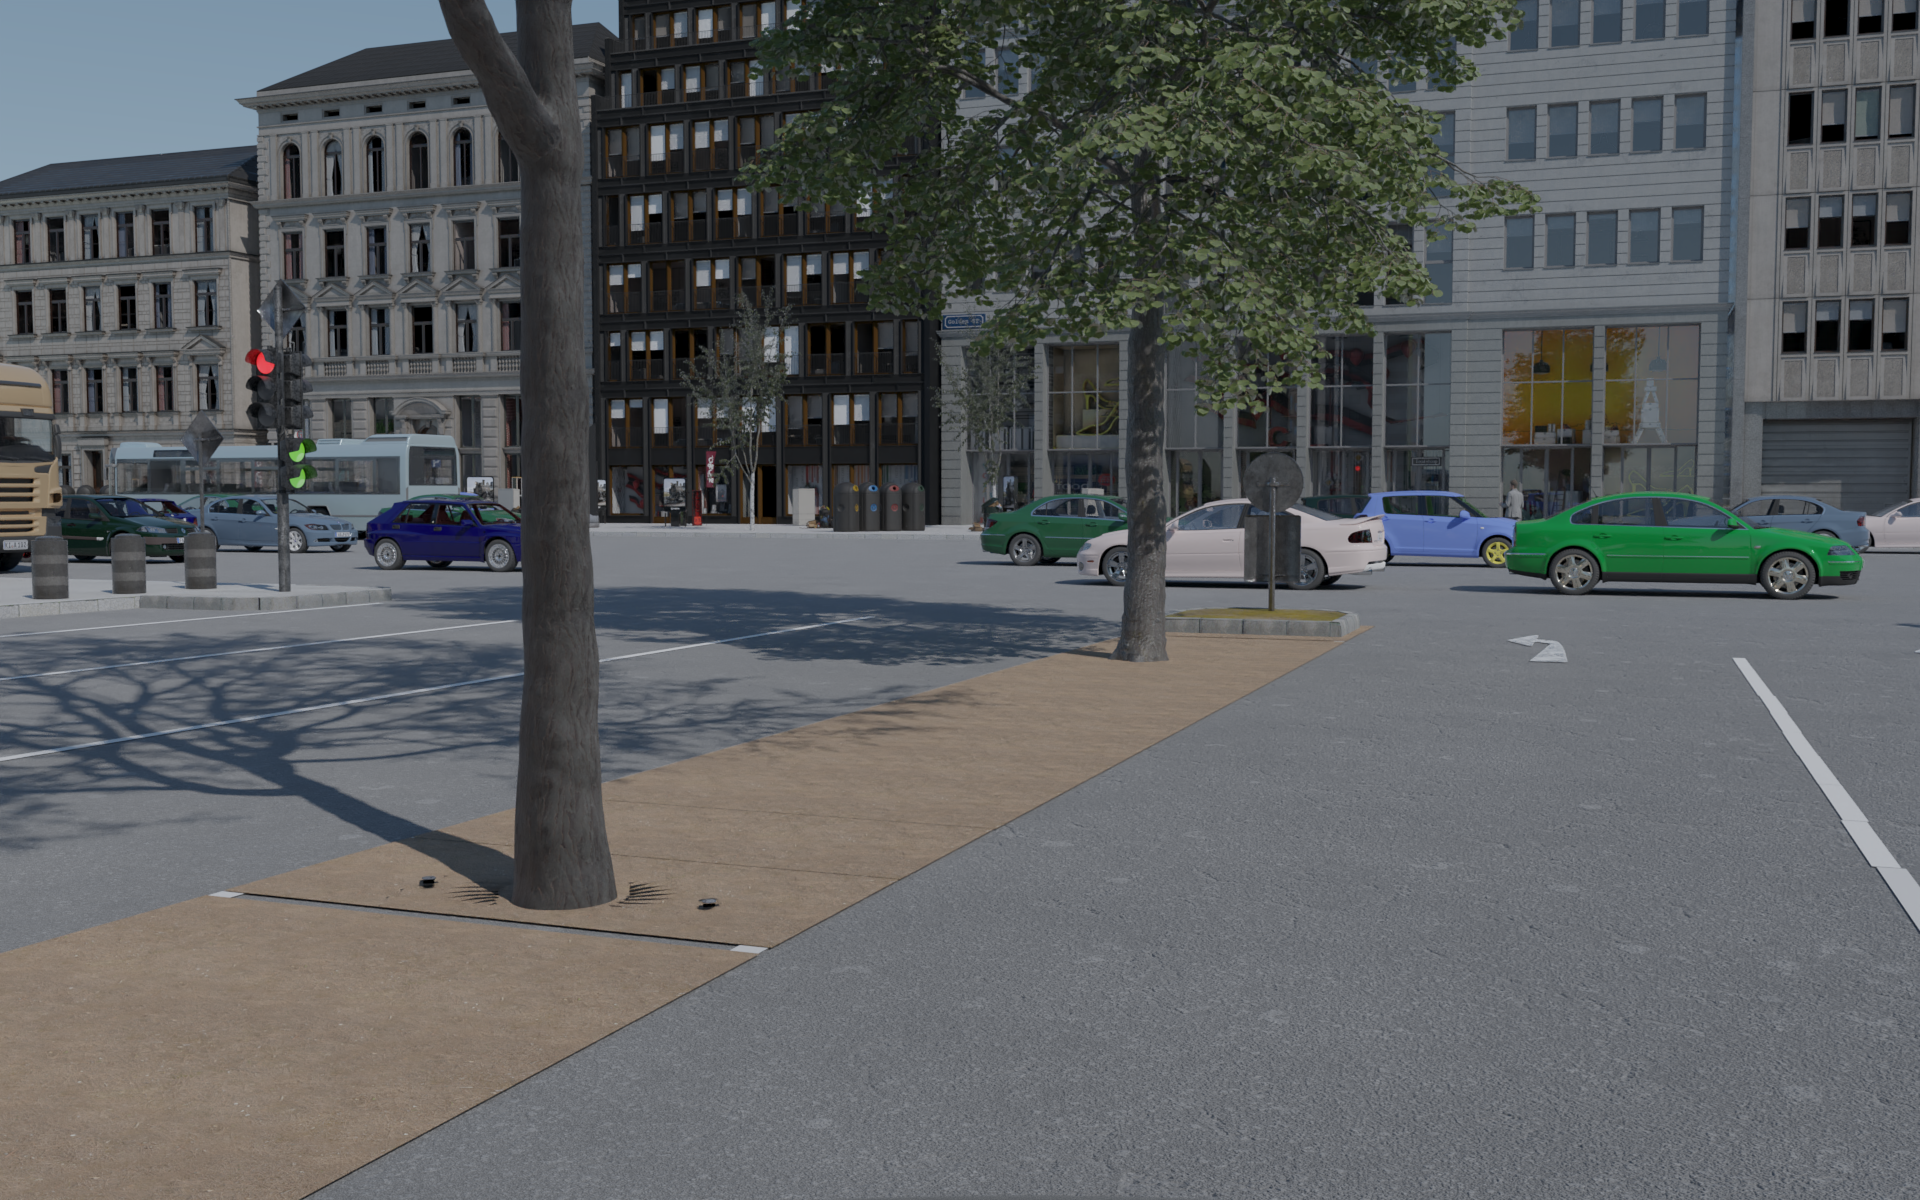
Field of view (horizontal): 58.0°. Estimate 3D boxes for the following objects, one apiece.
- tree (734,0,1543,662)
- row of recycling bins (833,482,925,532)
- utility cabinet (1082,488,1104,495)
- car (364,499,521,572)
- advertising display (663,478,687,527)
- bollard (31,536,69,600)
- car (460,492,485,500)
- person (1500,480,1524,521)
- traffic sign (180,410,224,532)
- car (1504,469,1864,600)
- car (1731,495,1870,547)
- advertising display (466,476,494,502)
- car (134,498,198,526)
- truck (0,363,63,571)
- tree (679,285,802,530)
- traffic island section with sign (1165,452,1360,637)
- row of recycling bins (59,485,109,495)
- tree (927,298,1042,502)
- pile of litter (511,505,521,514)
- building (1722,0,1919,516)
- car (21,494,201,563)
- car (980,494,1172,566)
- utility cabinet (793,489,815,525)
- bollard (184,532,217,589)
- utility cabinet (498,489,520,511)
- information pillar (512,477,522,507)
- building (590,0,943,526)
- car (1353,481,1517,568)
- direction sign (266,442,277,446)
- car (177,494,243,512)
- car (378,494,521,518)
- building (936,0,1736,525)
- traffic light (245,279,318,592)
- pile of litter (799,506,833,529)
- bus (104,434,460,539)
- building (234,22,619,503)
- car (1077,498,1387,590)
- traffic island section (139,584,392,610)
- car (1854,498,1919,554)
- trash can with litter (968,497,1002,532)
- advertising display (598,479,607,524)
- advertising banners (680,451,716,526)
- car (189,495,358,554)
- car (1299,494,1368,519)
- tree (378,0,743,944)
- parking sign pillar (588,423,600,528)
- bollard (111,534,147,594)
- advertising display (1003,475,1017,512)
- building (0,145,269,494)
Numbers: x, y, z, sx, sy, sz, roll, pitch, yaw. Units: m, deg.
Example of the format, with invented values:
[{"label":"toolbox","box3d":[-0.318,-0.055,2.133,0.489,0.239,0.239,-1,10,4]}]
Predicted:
[{"label":"tree","box3d":[1.622,-5.770,14.929,7.486,12.596,7.792,0,3,0]},{"label":"row of recycling bins","box3d":[-2.799,-3.205,59.516,3.534,1.692,1.069,-2,4,-35]},{"label":"utility cabinet","box3d":[5.213,-3.620,67.868,0.318,1.500,1.173,3,4,36]},{"label":"car","box3d":[-9.255,-1.239,32.832,3.894,1.354,1.945,1,4,20]},{"label":"advertising display","box3d":[-11.193,-3.844,68.065,0.974,1.923,0.123,1,4,15]},{"label":"bollard","box3d":[-11.154,-0.398,21.228,0.404,0.777,0.398,0,3,0]},{"label":"car","box3d":[-16.440,-2.913,57.218,3.694,1.707,1.945,1,4,20]},{"label":"person","box3d":[14.275,-2.215,44.920,0.606,1.804,0.583,-2,4,-34]},{"label":"traffic sign","box3d":[-10.434,-1.386,23.839,0.795,2.450,0.064,1,4,23]},{"label":"car","box3d":[10.238,-0.971,24.680,4.718,1.807,1.959,1,4,23]},{"label":"car","box3d":[18.498,-1.715,40.042,4.499,1.417,2.014,1,4,23]},{"label":"advertising display","box3d":[-17.190,-3.476,62.054,0.974,1.923,0.123,-1,4,-23]},{"label":"car","box3d":[-20.221,-1.761,41.374,3.894,1.354,1.945,1,4,20]},{"label":"truck","box3d":[-21.449,-2.652,32.276,11.283,4.237,2.839,1,4,19]},{"label":"tree","box3d":[-7.520,-6.776,61.148,4.360,8.622,3.978,0,3,0]},{"label":"traffic island section with sign","box3d":[3.205,-0.630,18.431,2.006,1.907,1.989,1,4,21]},{"label":"row of recycling bins","box3d":[-39.440,-4.297,77.368,3.534,1.692,1.069,-1,4,-9]},{"label":"tree","box3d":[1.046,-6.959,64.144,4.360,8.622,3.978,0,3,0]},{"label":"pile of litter","box3d":[-16.857,-3.114,64.886,1.176,0.858,1.719,-1,4,-11]},{"label":"building","box3d":[38.256,-14.905,61.723,19.932,24.808,12.078,1,4,21]},{"label":"car","box3d":[-17.929,-1.630,36.434,4.222,1.686,2.009,1,4,19]},{"label":"car","box3d":[2.853,-1.404,34.753,4.920,1.459,2.131,1,4,19]},{"label":"utility cabinet","box3d":[-6.360,-3.776,70.417,0.318,1.500,1.173,2,4,28]},{"label":"bollard","box3d":[-10.295,-0.536,23.473,0.404,0.777,0.398,0,3,0]},{"label":"utility cabinet","box3d":[-18.243,-3.757,70.098,1.173,1.500,0.318,3,5,45]},{"label":"information pillar","box3d":[-19.207,-4.320,75.124,0.304,2.012,0.304,2,4,31]},{"label":"building","box3d":[-6.423,-15.213,78.407,15.834,23.373,12.332,1,4,21]},{"label":"car","box3d":[9.648,-1.530,34.602,3.694,1.707,1.945,1,4,20]},{"label":"direction sign","box3d":[-30.162,-5.144,76.109,0.876,3.537,0.379,2,4,29]},{"label":"car","box3d":[-22.827,-2.527,53.118,4.920,1.459,2.131,1,4,21]},{"label":"car","box3d":[-14.256,-2.288,49.211,4.920,1.459,2.131,1,4,20]},{"label":"building","box3d":[14.918,-17.900,70.150,29.804,29.767,11.434,1,4,21]},{"label":"traffic light","box3d":[-8.857,-2.062,22.635,0.839,4.253,0.868,1,4,21]},{"label":"pile of litter","box3d":[-5.253,-3.116,64.910,1.719,0.858,1.176,-1,4,-22]},{"label":"bus","box3d":[-22.480,-3.757,56.293,13.247,3.499,2.948,1,4,22]},{"label":"building","box3d":[-23.310,-15.645,84.667,19.941,23.489,11.050,1,4,21]},{"label":"car","box3d":[4.192,-0.898,27.049,4.827,1.381,2.083,1,4,22]},{"label":"traffic island section","box3d":[-8.891,-0.031,22.783,2.009,0.180,2.903,1,4,21]},{"label":"car","box3d":[23.231,-1.804,41.851,4.827,1.381,2.083,1,4,23]},{"label":"trash can with litter","box3d":[0.851,-2.926,59.224,1.055,1.170,0.624,-2,4,-29]},{"label":"advertising display","box3d":[-15.733,-4.251,74.715,0.974,1.923,0.123,-2,4,-32]},{"label":"advertising banners","box3d":[-10.617,-4.496,69.698,0.090,3.025,2.074,3,5,44]},{"label":"car","box3d":[-17.113,-1.895,42.994,4.499,1.417,2.014,1,4,21]},{"label":"car","box3d":[10.146,-2.014,42.719,4.222,1.686,2.009,1,4,19]},{"label":"tree","box3d":[-1.417,-5.670,5.537,12.009,13.543,11.850,0,3,0]},{"label":"parking sign pillar","box3d":[-14.503,-4.746,66.062,1.447,3.967,1.447,0,4,1]},{"label":"bollard","box3d":[-10.729,-0.467,22.352,0.404,0.777,0.398,0,3,0]},{"label":"advertising display","box3d":[1.742,-3.369,60.299,0.123,1.923,0.974,-1,4,-23]},{"label":"building","box3d":[-42.057,-13.872,91.435,19.286,19.102,10.561,1,4,21]}]
